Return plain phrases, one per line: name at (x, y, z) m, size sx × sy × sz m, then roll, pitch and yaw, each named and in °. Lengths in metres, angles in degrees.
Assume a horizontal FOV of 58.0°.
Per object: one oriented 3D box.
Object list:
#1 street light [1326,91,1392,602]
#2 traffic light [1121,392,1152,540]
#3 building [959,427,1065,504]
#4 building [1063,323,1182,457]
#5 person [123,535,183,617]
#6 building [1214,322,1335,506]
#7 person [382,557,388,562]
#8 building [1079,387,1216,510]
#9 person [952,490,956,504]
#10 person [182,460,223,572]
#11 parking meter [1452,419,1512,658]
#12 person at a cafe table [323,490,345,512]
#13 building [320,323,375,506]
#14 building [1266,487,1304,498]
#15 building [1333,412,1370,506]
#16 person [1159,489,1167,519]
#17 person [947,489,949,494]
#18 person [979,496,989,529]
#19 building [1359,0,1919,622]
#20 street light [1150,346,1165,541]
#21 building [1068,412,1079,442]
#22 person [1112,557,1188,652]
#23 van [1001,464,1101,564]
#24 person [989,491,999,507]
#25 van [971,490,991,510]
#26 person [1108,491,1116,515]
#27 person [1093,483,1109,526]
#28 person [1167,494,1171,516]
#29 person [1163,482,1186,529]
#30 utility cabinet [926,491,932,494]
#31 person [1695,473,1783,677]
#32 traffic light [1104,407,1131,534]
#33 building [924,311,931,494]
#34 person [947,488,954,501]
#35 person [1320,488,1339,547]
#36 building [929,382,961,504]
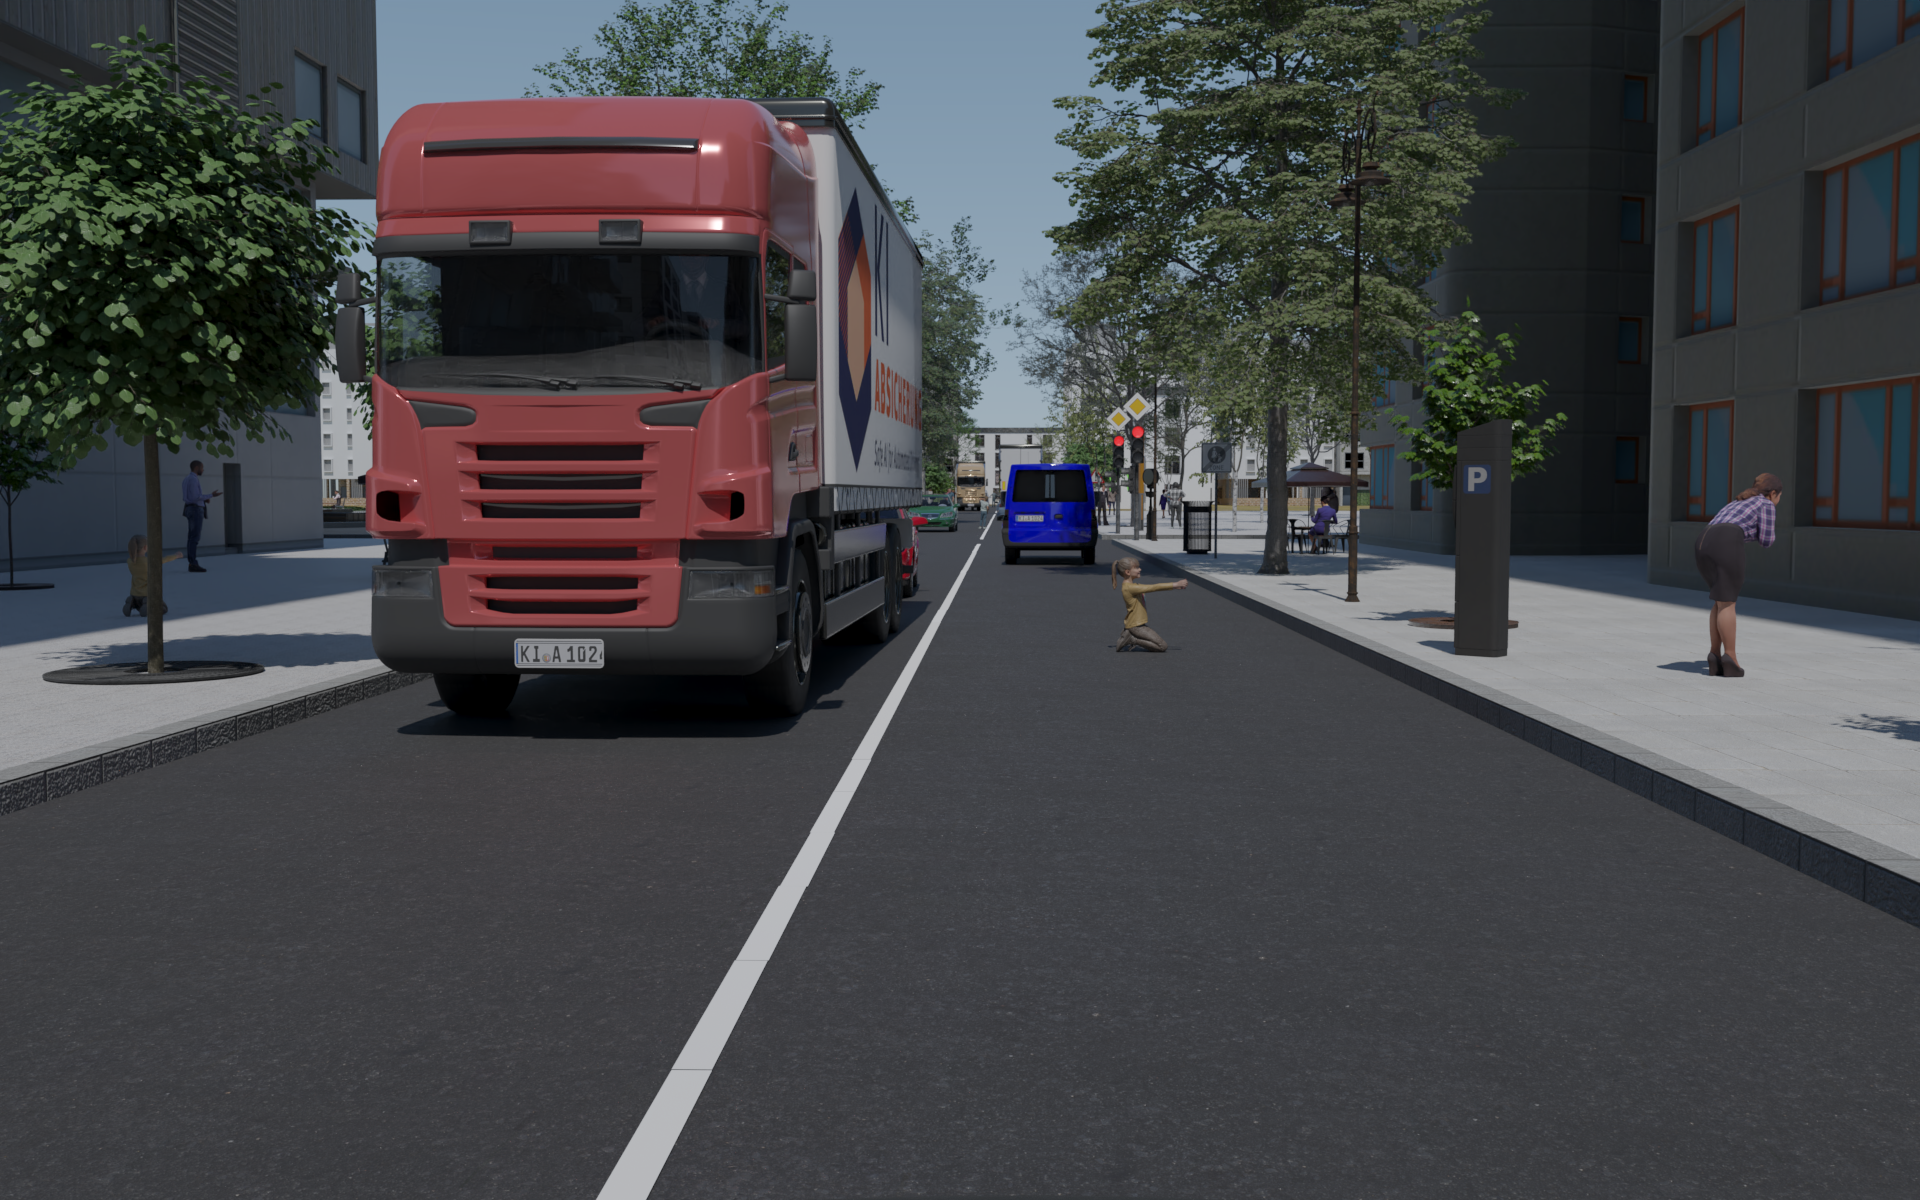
street light at (4.671, -2.915, 20.445) m, size 0.468 × 5.910 × 1.993 m, roll 0°, pitch 4°, yaw 2°
traffic light at (4.870, -3.605, 47.857) m, size 0.839 × 4.253 × 0.868 m, roll 0°, pitch 4°, yaw 2°
building at (13.839, -17.147, 222.502) m, size 28.070 × 9.664 × 9.099 m, roll 0°, pitch 4°, yaw 2°
building at (19.826, -20.853, 197.373) m, size 16.016 × 20.091 × 11.380 m, roll 0°, pitch 4°, yaw 2°
person at (-8.571, -0.268, 18.345) m, size 0.347 × 0.859 × 0.695 m, roll 0°, pitch 4°, yaw 8°
building at (35.547, -20.803, 196.552) m, size 11.380 × 20.091 × 16.016 m, roll 0°, pitch 4°, yaw 2°
person at (-10.607, -1.550, 32.312) m, size 0.530 × 1.710 × 0.541 m, roll 0°, pitch 4°, yaw 2°
building at (15.691, -12.718, 150.079) m, size 9.099 × 9.664 × 28.070 m, roll 0°, pitch 4°, yaw 2°
person at (-0.705, -11.324, 191.205) m, size 1.348 × 1.822 × 0.705 m, roll 3°, pitch 4°, yaw 36°
person at (-12.518, -1.390, 28.639) m, size 0.599 × 1.838 × 0.709 m, roll -3°, pitch 4°, yaw -36°
parking meter at (4.130, -0.490, 13.725) m, size 0.399 × 1.863 × 0.255 m, roll 3°, pitch 5°, yaw 41°
person at a cafe table at (-39.822, -6.193, 109.764) m, size 1.622 × 1.524 × 1.698 m, roll -1°, pitch 4°, yaw -15°
building at (-65.669, -20.878, 197.776) m, size 11.380 × 20.091 × 16.016 m, roll 0°, pitch 4°, yaw 2°
building at (42.444, -17.117, 222.012) m, size 28.070 × 9.664 × 9.099 m, roll 0°, pitch 4°, yaw 2°
building at (56.925, -20.049, 194.255) m, size 31.486 × 18.905 × 16.747 m, roll 0°, pitch 4°, yaw 2°
person at (10.533, -5.010, 90.326) m, size 0.453 × 1.535 × 0.546 m, roll -3°, pitch 5°, yaw -43°
person at (-1.165, -9.600, 163.727) m, size 0.721 × 1.743 × 1.217 m, roll 3°, pitch 4°, yaw 38°
person at (0.975, -3.640, 71.920) m, size 0.435 × 1.345 × 0.340 m, roll 0°, pitch 4°, yaw 5°
building at (23.830, -11.293, 29.687) m, size 27.650 × 21.520 × 28.899 m, roll 0°, pitch 4°, yaw 2°
street light at (5.311, -4.544, 47.082) m, size 0.468 × 5.910 × 1.993 m, roll 0°, pitch 4°, yaw 2°
building at (16.161, -14.431, 178.094) m, size 9.099 × 9.664 × 28.070 m, roll 0°, pitch 4°, yaw 2°
person at (1.723, 0.043, 15.724) m, size 0.695 × 0.859 × 0.347 m, roll 1°, pitch 4°, yaw 9°
van at (1.937, -2.000, 37.089) m, size 2.240 × 2.365 × 5.245 m, roll 0°, pitch 4°, yaw 3°
person at (3.645, -10.962, 187.804) m, size 1.350 × 1.814 × 0.705 m, roll -1°, pitch 4°, yaw -20°
van at (1.833, -9.153, 156.667) m, size 2.013 × 2.044 × 4.112 m, roll 0°, pitch 4°, yaw 1°
person at (9.199, -6.011, 104.859) m, size 0.617 × 1.759 × 0.750 m, roll 0°, pitch 4°, yaw 5°
person at (5.716, -3.877, 70.230) m, size 0.742 × 1.727 × 0.445 m, roll -3°, pitch 5°, yaw -42°
person at (12.505, -5.780, 102.765) m, size 0.499 × 1.552 × 0.429 m, roll -2°, pitch 4°, yaw -33°
person at (7.979, -3.509, 64.142) m, size 0.841 × 1.734 × 0.376 m, roll 1°, pitch 4°, yaw 22°
utility cabinet at (-2.248, -7.227, 126.848) m, size 0.318 × 1.500 × 1.173 m, roll -1°, pitch 4°, yaw -11°
person at (5.475, -0.178, 12.181) m, size 0.697 × 1.427 × 0.421 m, roll -2°, pitch 4°, yaw -24°
traffic light at (5.083, -4.093, 55.839) m, size 0.839 × 4.253 × 0.868 m, roll 0°, pitch 4°, yaw 2°
building at (-19.920, -21.177, 190.224) m, size 32.646 × 21.610 × 27.936 m, roll 0°, pitch 4°, yaw 2°
person at (-0.688, -6.438, 113.894) m, size 0.434 × 1.807 × 0.598 m, roll -3°, pitch 4°, yaw -38°
person at (8.895, -2.127, 41.634) m, size 0.431 × 1.722 × 0.655 m, roll 1°, pitch 4°, yaw 15°
building at (-15.824, -22.046, 226.909) m, size 31.486 × 18.905 × 16.747 m, roll 0°, pitch 4°, yaw 2°
